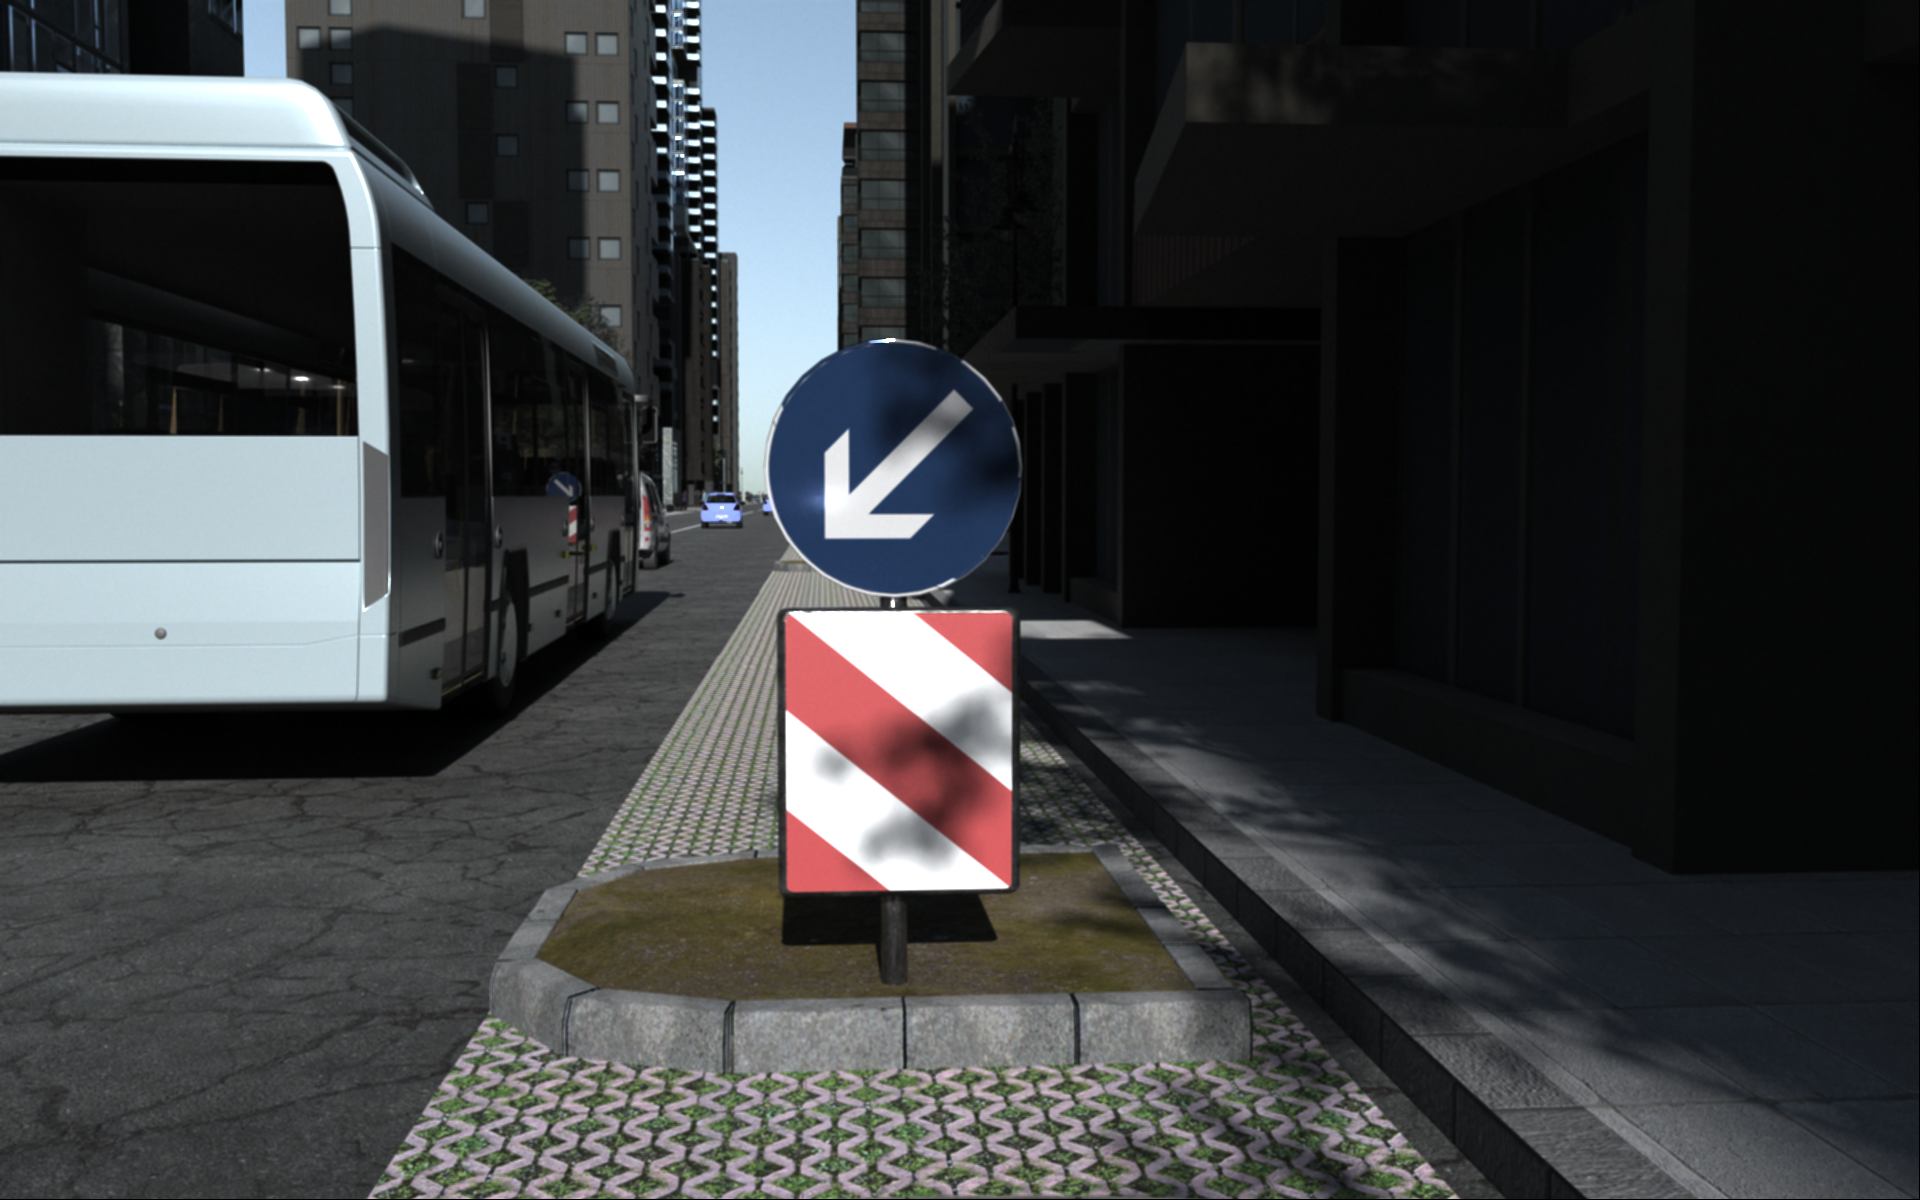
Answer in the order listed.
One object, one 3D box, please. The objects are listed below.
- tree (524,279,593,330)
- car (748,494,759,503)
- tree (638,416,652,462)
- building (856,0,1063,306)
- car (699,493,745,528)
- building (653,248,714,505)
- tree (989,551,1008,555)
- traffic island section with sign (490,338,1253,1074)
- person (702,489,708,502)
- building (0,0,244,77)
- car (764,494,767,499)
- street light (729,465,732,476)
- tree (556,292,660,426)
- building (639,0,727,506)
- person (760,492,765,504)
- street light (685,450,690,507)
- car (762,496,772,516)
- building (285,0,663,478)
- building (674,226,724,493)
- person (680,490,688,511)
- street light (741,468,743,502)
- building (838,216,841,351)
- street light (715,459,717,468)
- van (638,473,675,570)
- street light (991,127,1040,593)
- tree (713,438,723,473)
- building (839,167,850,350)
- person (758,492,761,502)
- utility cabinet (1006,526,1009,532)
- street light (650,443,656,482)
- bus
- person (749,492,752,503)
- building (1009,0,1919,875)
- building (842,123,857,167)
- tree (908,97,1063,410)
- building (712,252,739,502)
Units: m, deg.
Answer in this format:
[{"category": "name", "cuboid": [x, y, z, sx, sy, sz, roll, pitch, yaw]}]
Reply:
[{"category": "tree", "cuboid": [-22.456, -10.645, 92.165, 7.486, 12.596, 7.792, 0, 3, 0]}, {"category": "car", "cuboid": [-34.616, -17.029, 290.428, 2.014, 1.417, 4.499, 0, 4, -5]}, {"category": "tree", "cuboid": [-24.295, -10.678, 124.948, 4.360, 8.622, 3.978, 0, 3, 0]}, {"category": "building", "cuboid": [1.206, -19.919, 97.381, 14.160, 30.474, 14.107, 0, 4, -5]}, {"category": "car", "cuboid": [-10.125, -3.922, 73.723, 1.945, 1.707, 3.694, 0, 4, -6]}, {"category": "building", "cuboid": [-36.642, -26.454, 204.216, 14.160, 30.474, 14.107, 0, 4, -5]}, {"category": "tree", "cuboid": [0.647, -2.586, 36.879, 1.663, 3.219, 1.824, 0, 3, 0]}, {"category": "traffic island section with sign", "cuboid": [-0.331, 0.209, 5.213, 1.989, 1.847, 2.006, 0, 4, -5]}, {"category": "person", "cuboid": [-18.566, -7.207, 126.352, 0.620, 1.820, 0.660, 1, 4, 16]}, {"category": "building", "cuboid": [-33.342, -44.801, 45.166, 31.000, 86.520, 22.319, 0, 4, -5]}, {"category": "car", "cuboid": [-29.018, -15.632, 264.627, 2.155, 1.783, 4.494, 0, 4, -5]}, {"category": "street light", "cuboid": [-34.418, -17.574, 260.129, 0.468, 5.910, 1.993, 0, 4, -5]}, {"category": "tree", "cuboid": [-23.284, -11.869, 104.435, 12.009, 13.543, 11.850, 0, 3, 0]}, {"category": "building", "cuboid": [-46.356, -57.976, 260.585, 22.319, 86.520, 31.000, 0, 4, -5]}, {"category": "person", "cuboid": [-29.615, -15.311, 259.366, 0.750, 1.759, 0.617, -2, 4, -32]}, {"category": "street light", "cuboid": [-27.860, -12.479, 176.820, 0.468, 5.910, 1.993, 0, 4, -5]}, {"category": "car", "cuboid": [-12.386, -6.564, 116.907, 1.945, 1.707, 3.694, 0, 4, -4]}, {"category": "building", "cuboid": [-40.931, -34.379, 151.331, 28.713, 52.752, 27.495, 0, 4, -5]}, {"category": "building", "cuboid": [-48.509, -33.149, 233.863, 32.217, 40.220, 23.993, 0, 4, -5]}, {"category": "person", "cuboid": [-23.016, -8.281, 144.343, 0.683, 1.767, 0.568, -1, 4, -14]}, {"category": "street light", "cuboid": [-37.235, -19.746, 295.626, 0.468, 5.910, 1.993, 0, 4, -5]}, {"category": "building", "cuboid": [-11.010, -35.045, 256.571, 14.154, 41.232, 14.086, 0, 4, -5]}, {"category": "street light", "cuboid": [-31.695, -15.416, 224.838, 0.468, 5.910, 1.993, 0, 4, -5]}, {"category": "van", "cuboid": [-6.681, -1.660, 34.145, 2.013, 2.044, 4.112, 0, 4, -4]}, {"category": "street light", "cuboid": [0.705, -3.032, 22.357, 0.468, 5.910, 1.993, 0, 4, -5]}, {"category": "tree", "cuboid": [-31.513, -16.256, 216.152, 4.737, 8.622, 4.395, 0, 3, 0]}, {"category": "building", "cuboid": [-3.673, -23.519, 156.239, 14.160, 30.474, 14.107, 0, 4, -5]}, {"category": "person", "cuboid": [-34.476, -17.637, 296.731, 0.599, 1.838, 0.709, 1, 4, 10]}, {"category": "utility cabinet", "cuboid": [1.528, -3.008, 57.857, 1.173, 1.500, 0.318, 1, 4, 20]}, {"category": "street light", "cuboid": [-24.990, -10.304, 141.264, 0.468, 5.910, 1.993, 0, 4, -5]}, {"category": "bus", "cuboid": [-4.437, -1.183, 14.199, 2.948, 3.499, 13.247, 0, 4, -5]}, {"category": "person", "cuboid": [-32.389, -15.824, 268.146, 0.541, 1.710, 0.530, 0, 4, -2]}, {"category": "building", "cuboid": [11.332, -21.950, 13.501, 22.147, 44.769, 28.867, 0, 4, -5]}, {"category": "building", "cuboid": [-2.694, -33.525, 202.754, 22.147, 44.769, 28.867, 0, 4, -5]}, {"category": "tree", "cuboid": [0.961, -4.970, 31.620, 4.360, 8.622, 3.978, 0, 3, 0]}, {"category": "building", "cuboid": [-43.854, -36.772, 284.819, 14.154, 41.232, 14.086, 0, 4, -5]}]
